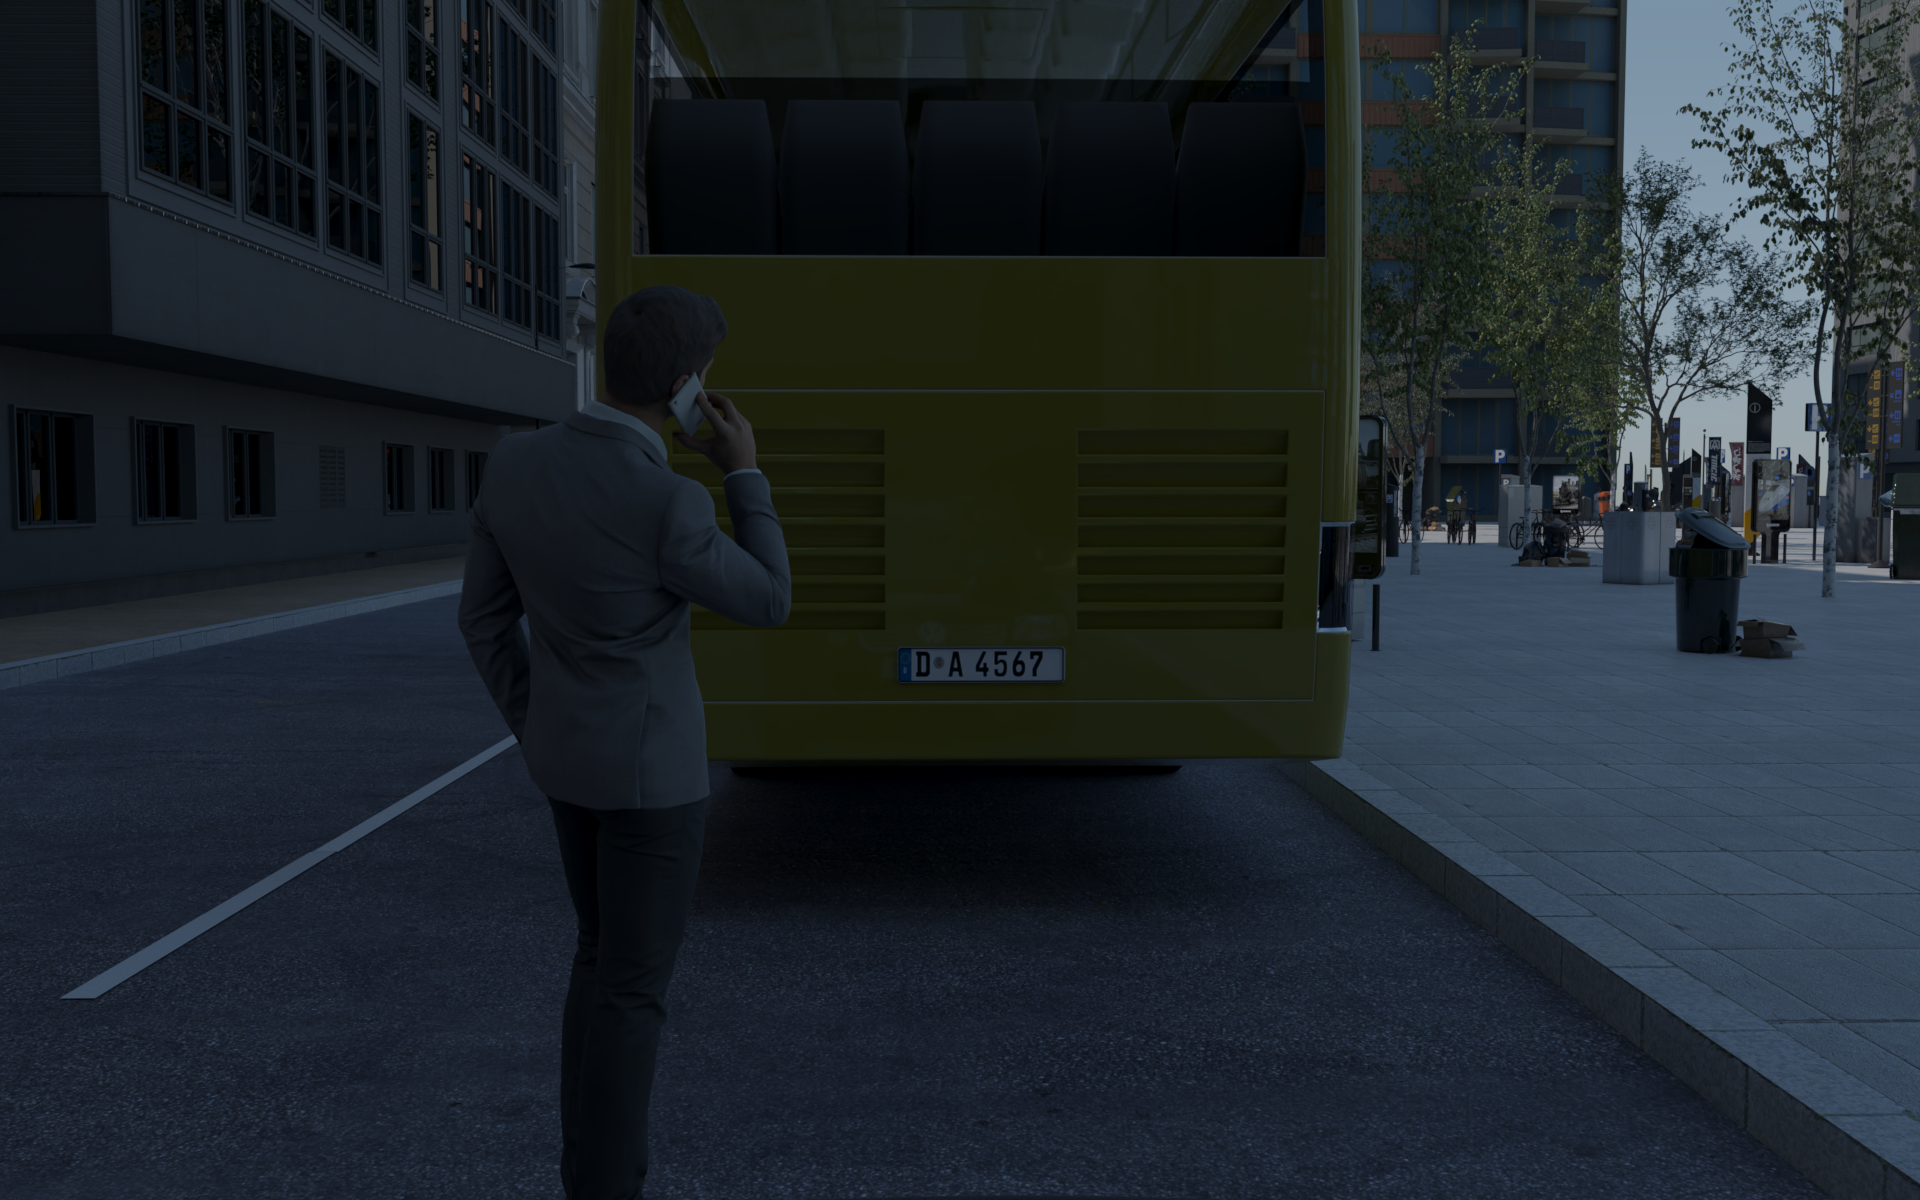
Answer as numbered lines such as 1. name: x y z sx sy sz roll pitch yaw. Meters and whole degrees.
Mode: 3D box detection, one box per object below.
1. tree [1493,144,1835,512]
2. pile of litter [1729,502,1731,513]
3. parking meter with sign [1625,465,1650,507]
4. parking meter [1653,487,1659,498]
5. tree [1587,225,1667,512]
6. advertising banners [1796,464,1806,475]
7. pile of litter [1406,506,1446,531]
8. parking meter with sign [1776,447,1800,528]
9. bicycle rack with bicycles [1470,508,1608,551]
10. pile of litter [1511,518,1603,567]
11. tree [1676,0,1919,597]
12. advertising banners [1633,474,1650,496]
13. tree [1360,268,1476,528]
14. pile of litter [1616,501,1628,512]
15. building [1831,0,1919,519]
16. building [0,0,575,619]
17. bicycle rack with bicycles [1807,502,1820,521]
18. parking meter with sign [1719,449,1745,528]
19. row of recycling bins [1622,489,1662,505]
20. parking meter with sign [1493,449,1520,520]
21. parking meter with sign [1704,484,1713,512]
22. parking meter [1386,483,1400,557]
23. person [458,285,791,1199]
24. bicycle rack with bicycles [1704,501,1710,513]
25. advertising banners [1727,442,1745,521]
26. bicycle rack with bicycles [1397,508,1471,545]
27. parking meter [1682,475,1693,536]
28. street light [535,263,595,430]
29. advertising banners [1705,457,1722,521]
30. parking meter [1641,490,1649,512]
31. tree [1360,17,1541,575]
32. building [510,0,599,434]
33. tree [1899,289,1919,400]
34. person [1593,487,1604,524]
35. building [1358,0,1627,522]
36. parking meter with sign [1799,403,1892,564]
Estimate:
1. tree: 18.678 -6.805 45.671 8.767 10.594 7.601 0 4 -1
2. pile of litter: 53.526 -6.515 120.491 1.176 0.858 1.719 0 4 2
3. parking meter with sign: 40.097 -6.470 102.041 0.543 3.016 1.738 -3 5 -44
4. parking meter: 54.597 -7.960 135.862 0.399 1.863 0.255 3 4 37
5. tree: 11.704 -5.189 35.205 4.737 8.622 4.395 0 3 0
6. advertising banners: 47.807 -6.366 100.279 2.074 3.025 0.090 2 4 24
7. pile of litter: 16.240 -2.807 59.863 1.176 0.858 1.719 -2 4 -33
8. parking meter with sign: 31.347 -4.194 64.827 1.738 3.016 0.543 -2 4 -26
9. bicycle rack with bicycles: 13.904 -1.620 39.866 2.925 0.926 2.852 -1 4 -19
10. pile of litter: 10.690 -1.028 30.774 1.719 0.858 1.176 1 4 16
11. tree: 11.050 -4.336 21.252 4.360 8.622 3.978 0 3 0
12. advertising banners: 59.351 -9.482 151.225 2.074 3.025 0.090 -1 4 -15
13. tree: 14.434 -6.420 55.327 4.360 8.622 3.978 0 3 0
14. pile of litter: 47.455 -6.719 123.823 1.176 0.858 1.719 -2 4 -24
15. building: 53.958 -19.231 86.132 14.107 30.474 14.160 0 4 -1
16. building: -15.375 -14.247 26.448 14.314 27.812 24.014 0 4 -1
17. bicycle rack with bicycles: 39.138 -4.093 80.308 2.852 0.926 2.925 -2 4 -26
18. parking meter with sign: 30.051 -4.298 66.529 0.543 3.016 1.738 -3 5 -45
19. row of recycling bins: 51.792 -7.553 130.600 3.534 1.692 1.069 2 4 30
20. parking meter with sign: 21.564 -4.373 67.760 1.738 3.016 0.543 -3 5 -42
21. parking meter with sign: 54.129 -7.898 125.386 1.738 3.016 0.543 3 5 40
22. parking meter: 8.789 -1.651 35.411 0.372 1.533 0.369 0 3 0
23. person: -0.628 0.331 3.271 0.473 1.802 0.592 -3 5 -41
24. bicycle rack with bicycles: 36.174 -4.353 84.560 2.852 0.926 2.925 2 4 28
25. advertising banners: 26.766 -3.784 58.051 2.074 3.025 0.090 0 4 1
26. bicycle rack with bicycles: 12.363 -1.919 44.755 2.852 0.926 2.925 2 4 29
27. parking meter: 21.666 -2.806 51.592 0.255 1.863 0.399 1 4 18
28. street light: -7.968 -3.815 34.919 1.470 5.913 1.316 0 4 -1
29. advertising banners: 35.835 -5.196 81.137 2.074 3.025 0.090 0 4 -1
30. parking meter: 38.874 -5.496 98.269 0.372 1.533 0.369 0 3 0
31. tree: 7.267 -4.724 27.598 4.737 8.622 4.395 0 3 0
32. building: -17.357 -18.430 87.235 13.634 28.700 20.117 0 4 -1
33. tree: 26.522 -5.759 44.516 4.737 8.622 4.395 0 3 0
34. person: 28.105 -4.110 76.261 0.480 1.755 0.524 0 4 -2
35. building: 17.435 -26.484 87.644 28.867 44.769 22.147 0 4 -1
36. parking meter with sign: 16.662 -2.212 32.429 0.543 3.016 1.738 -1 4 -17
